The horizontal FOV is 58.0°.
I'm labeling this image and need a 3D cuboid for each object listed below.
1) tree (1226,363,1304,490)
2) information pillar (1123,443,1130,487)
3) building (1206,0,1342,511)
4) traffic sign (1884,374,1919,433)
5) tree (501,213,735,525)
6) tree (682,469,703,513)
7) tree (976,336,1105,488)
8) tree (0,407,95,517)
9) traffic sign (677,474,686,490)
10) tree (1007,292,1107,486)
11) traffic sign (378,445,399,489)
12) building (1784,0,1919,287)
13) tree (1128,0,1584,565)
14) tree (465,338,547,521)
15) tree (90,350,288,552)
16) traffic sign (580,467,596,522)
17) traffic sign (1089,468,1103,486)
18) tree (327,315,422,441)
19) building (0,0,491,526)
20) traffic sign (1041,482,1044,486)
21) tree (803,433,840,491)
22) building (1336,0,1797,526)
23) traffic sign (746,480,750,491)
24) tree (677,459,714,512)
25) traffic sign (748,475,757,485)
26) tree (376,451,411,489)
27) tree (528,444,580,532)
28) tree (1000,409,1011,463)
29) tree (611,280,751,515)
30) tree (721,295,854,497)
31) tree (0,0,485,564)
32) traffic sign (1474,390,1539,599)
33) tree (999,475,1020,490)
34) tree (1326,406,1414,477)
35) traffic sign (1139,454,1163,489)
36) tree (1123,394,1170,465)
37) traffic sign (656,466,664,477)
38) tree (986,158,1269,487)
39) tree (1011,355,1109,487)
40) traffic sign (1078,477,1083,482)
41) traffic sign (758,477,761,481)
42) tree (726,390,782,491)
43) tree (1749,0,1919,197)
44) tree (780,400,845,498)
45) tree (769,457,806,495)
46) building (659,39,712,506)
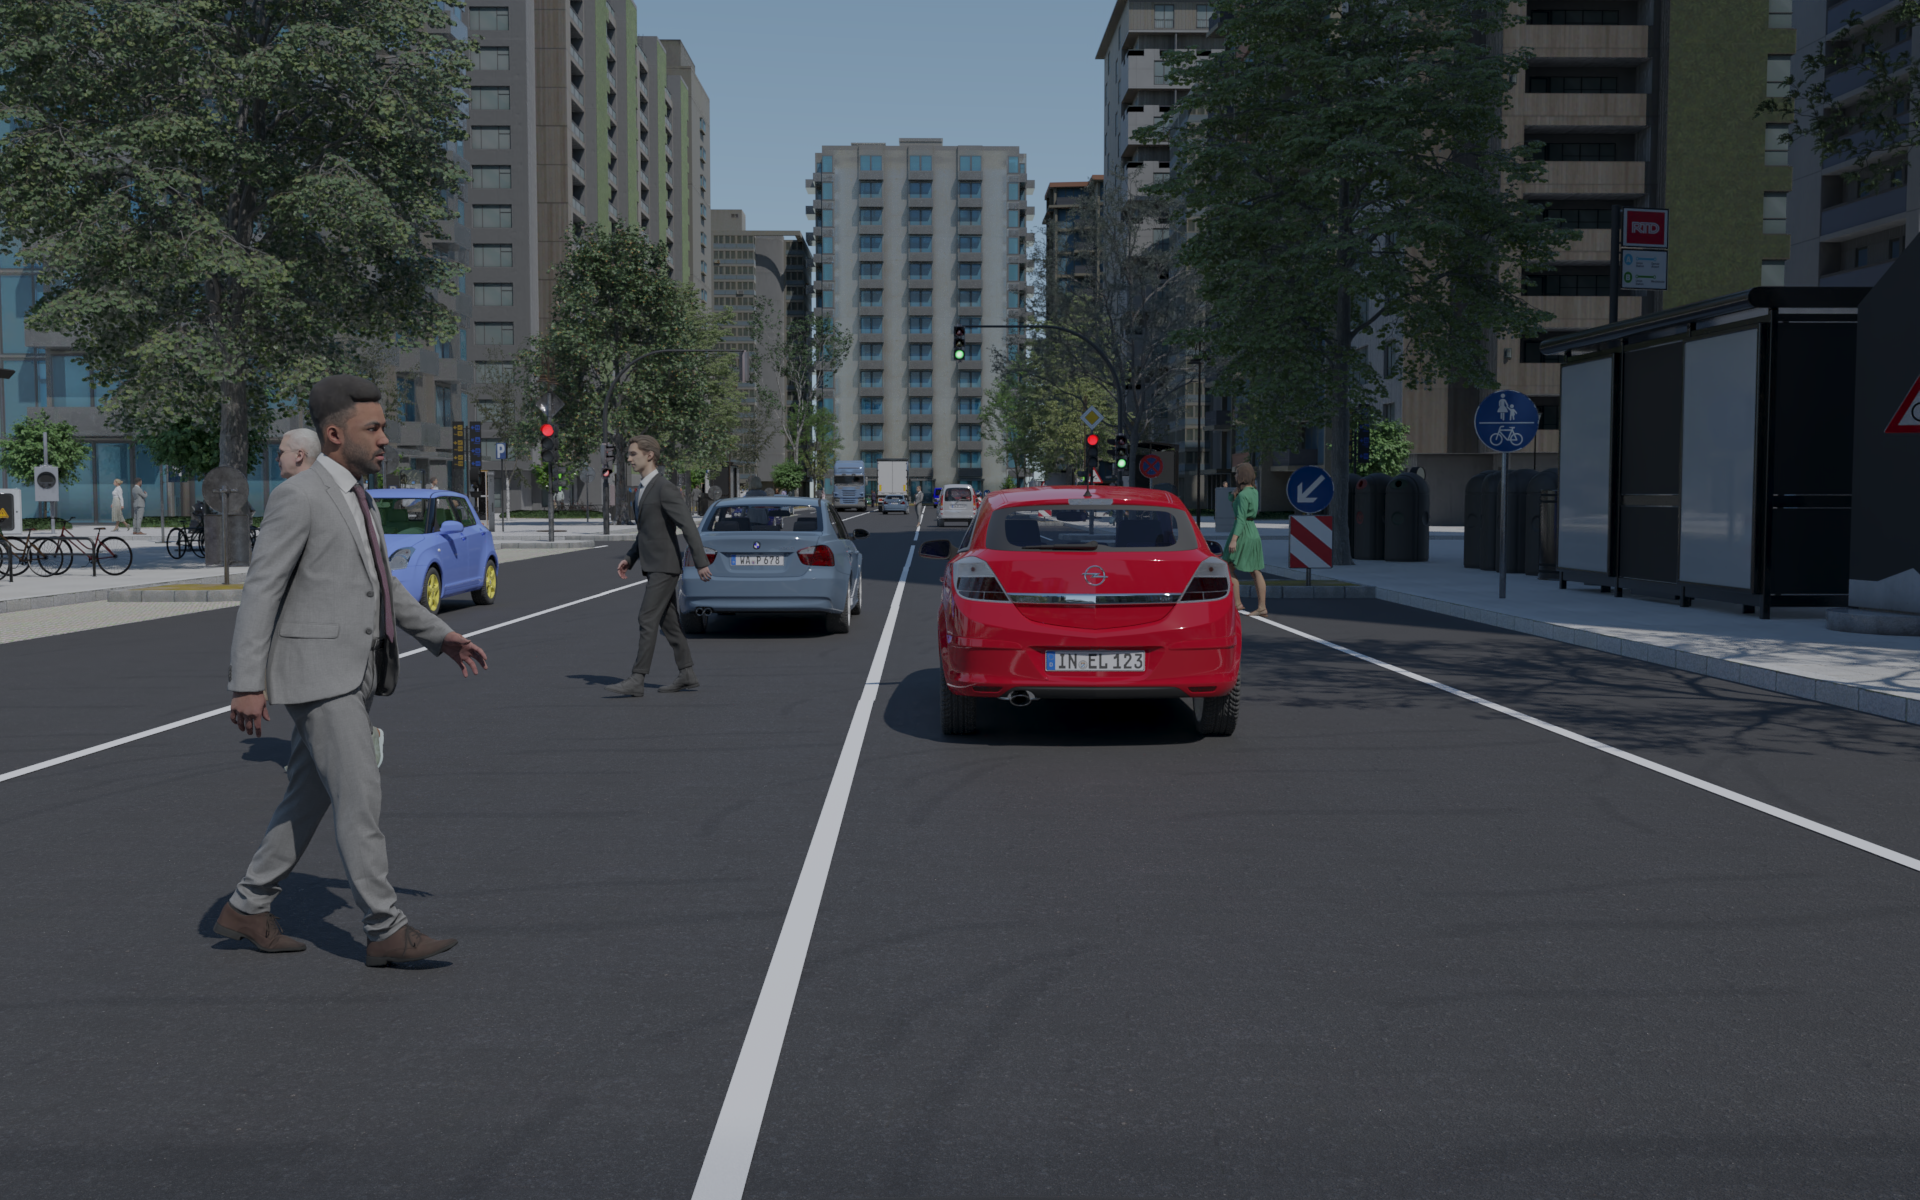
[{"bbox_3d":[16.070,-8.724,93.007,4.737,8.622,4.395,0,3,0],"label":"tree"},{"bbox_3d":[7.590,-5.414,79.876,0.504,3.616,0.183,-1,4,-15],"label":"information pillar"},{"bbox_3d":[28.171,-28.145,114.793,22.147,44.769,28.867,0,4,-1],"label":"building"},{"bbox_3d":[8.486,-0.923,15.092,0.884,2.594,0.081,0,4,5],"label":"traffic sign"},{"bbox_3d":[-14.042,-9.415,70.949,9.611,12.733,9.660,0,3,0],"label":"tree"},{"bbox_3d":[-18.573,-7.631,119.371,1.663,3.219,1.824,0,3,0],"label":"tree"},{"bbox_3d":[6.057,-11.505,113.857,9.928,11.665,9.643,0,3,0],"label":"tree"},{"bbox_3d":[-34.539,-4.994,65.358,4.285,4.588,4.351,0,3,0],"label":"tree"},{"bbox_3d":[-13.984,-5.158,86.463,0.606,2.300,0.079,0,4,3],"label":"traffic sign"},{"bbox_3d":[6.488,-10.973,97.534,7.486,12.596,7.792,0,3,0],"label":"tree"},{"bbox_3d":[-14.799,-2.719,44.564,0.768,2.556,0.104,0,4,4],"label":"traffic sign"},{"bbox_3d":[53.252,-32.581,74.706,28.212,58.520,21.231,0,4,-1],"label":"building"},{"bbox_3d":[6.888,-6.874,30.519,7.486,12.596,7.792,0,3,0],"label":"tree"},{"bbox_3d":[-21.225,-8.052,82.019,4.360,8.622,3.978,0,3,0],"label":"tree"},{"bbox_3d":[-16.992,-3.396,39.246,4.285,4.588,4.351,0,3,0],"label":"tree"},{"bbox_3d":[-17.091,-4.852,79.438,0.768,2.556,0.104,0,4,7],"label":"traffic sign"},{"bbox_3d":[6.493,-5.140,84.048,0.884,2.594,0.081,0,4,4],"label":"traffic sign"},{"bbox_3d":[-21.534,-6.850,62.363,4.360,8.622,3.978,0,3,0],"label":"tree"},{"bbox_3d":[-36.632,-28.285,82.063,23.786,49.044,30.456,0,4,-1],"label":"building"},{"bbox_3d":[6.107,-7.411,121.172,0.884,2.594,0.081,0,4,1],"label":"traffic sign"},{"bbox_3d":[-16.094,-15.353,201.387,4.737,8.622,4.395,0,3,0],"label":"tree"},{"bbox_3d":[24.102,-18.332,71.428,14.107,30.474,14.160,0,4,-1],"label":"building"},{"bbox_3d":[-15.394,-7.632,126.912,0.606,2.300,0.079,0,4,1],"label":"traffic sign"},{"bbox_3d":[-19.448,-8.785,127.353,4.285,4.588,4.351,0,3,0],"label":"tree"},{"bbox_3d":[-14.005,-7.172,117.362,0.768,2.556,0.104,0,4,6],"label":"traffic sign"},{"bbox_3d":[-21.850,-4.377,66.161,1.663,3.219,1.824,0,3,0],"label":"tree"},{"bbox_3d":[-13.742,-3.925,58.777,1.663,3.219,1.824,0,3,0],"label":"tree"},{"bbox_3d":[5.313,-11.477,138.003,4.737,8.622,4.395,0,3,0],"label":"tree"},{"bbox_3d":[-14.823,-10.671,92.598,7.486,12.596,7.792,0,3,0],"label":"tree"},{"bbox_3d":[-16.915,-18.956,165.817,12.611,20.169,13.585,0,3,0],"label":"tree"},{"bbox_3d":[-12.902,-7.566,30.356,9.857,13.997,8.962,0,3,0],"label":"tree"},{"bbox_3d":[6.672,-1.292,21.225,0.768,2.556,0.104,0,4,7],"label":"traffic sign"},{"bbox_3d":[5.038,-10.986,174.214,1.663,3.219,1.824,0,3,0],"label":"tree"},{"bbox_3d":[15.273,-4.949,64.625,4.285,4.588,4.351,0,3,0],"label":"tree"},{"bbox_3d":[6.117,-3.382,55.405,0.768,2.556,0.104,0,4,5],"label":"traffic sign"},{"bbox_3d":[13.480,-10.786,126.715,4.360,8.622,3.978,0,3,0],"label":"tree"},{"bbox_3d":[-13.448,-4.759,77.915,0.768,2.556,0.104,0,4,7],"label":"traffic sign"},{"bbox_3d":[6.304,-9.341,63.093,12.009,13.543,11.850,0,3,0],"label":"tree"},{"bbox_3d":[5.775,-8.377,87.324,4.737,8.622,4.395,0,3,0],"label":"tree"},{"bbox_3d":[8.346,-7.270,118.967,0.768,2.556,0.104,0,4,2],"label":"traffic sign"},{"bbox_3d":[-14.682,-7.619,124.676,0.768,2.556,0.104,0,4,4],"label":"traffic sign"},{"bbox_3d":[-14.641,-10.478,121.677,4.360,8.622,3.978,0,3,0],"label":"tree"},{"bbox_3d":[7.682,-4.565,9.056,8.767,10.594,7.601,1,4,17],"label":"tree"},{"bbox_3d":[-16.091,-16.206,190.730,9.928,11.665,9.643,0,3,0],"label":"tree"},{"bbox_3d":[-15.160,-10.344,152.831,4.285,4.588,4.351,0,3,0],"label":"tree"},{"bbox_3d":[-38.081,-34.185,182.629,21.600,48.544,21.300,0,4,-1],"label":"building"}]
